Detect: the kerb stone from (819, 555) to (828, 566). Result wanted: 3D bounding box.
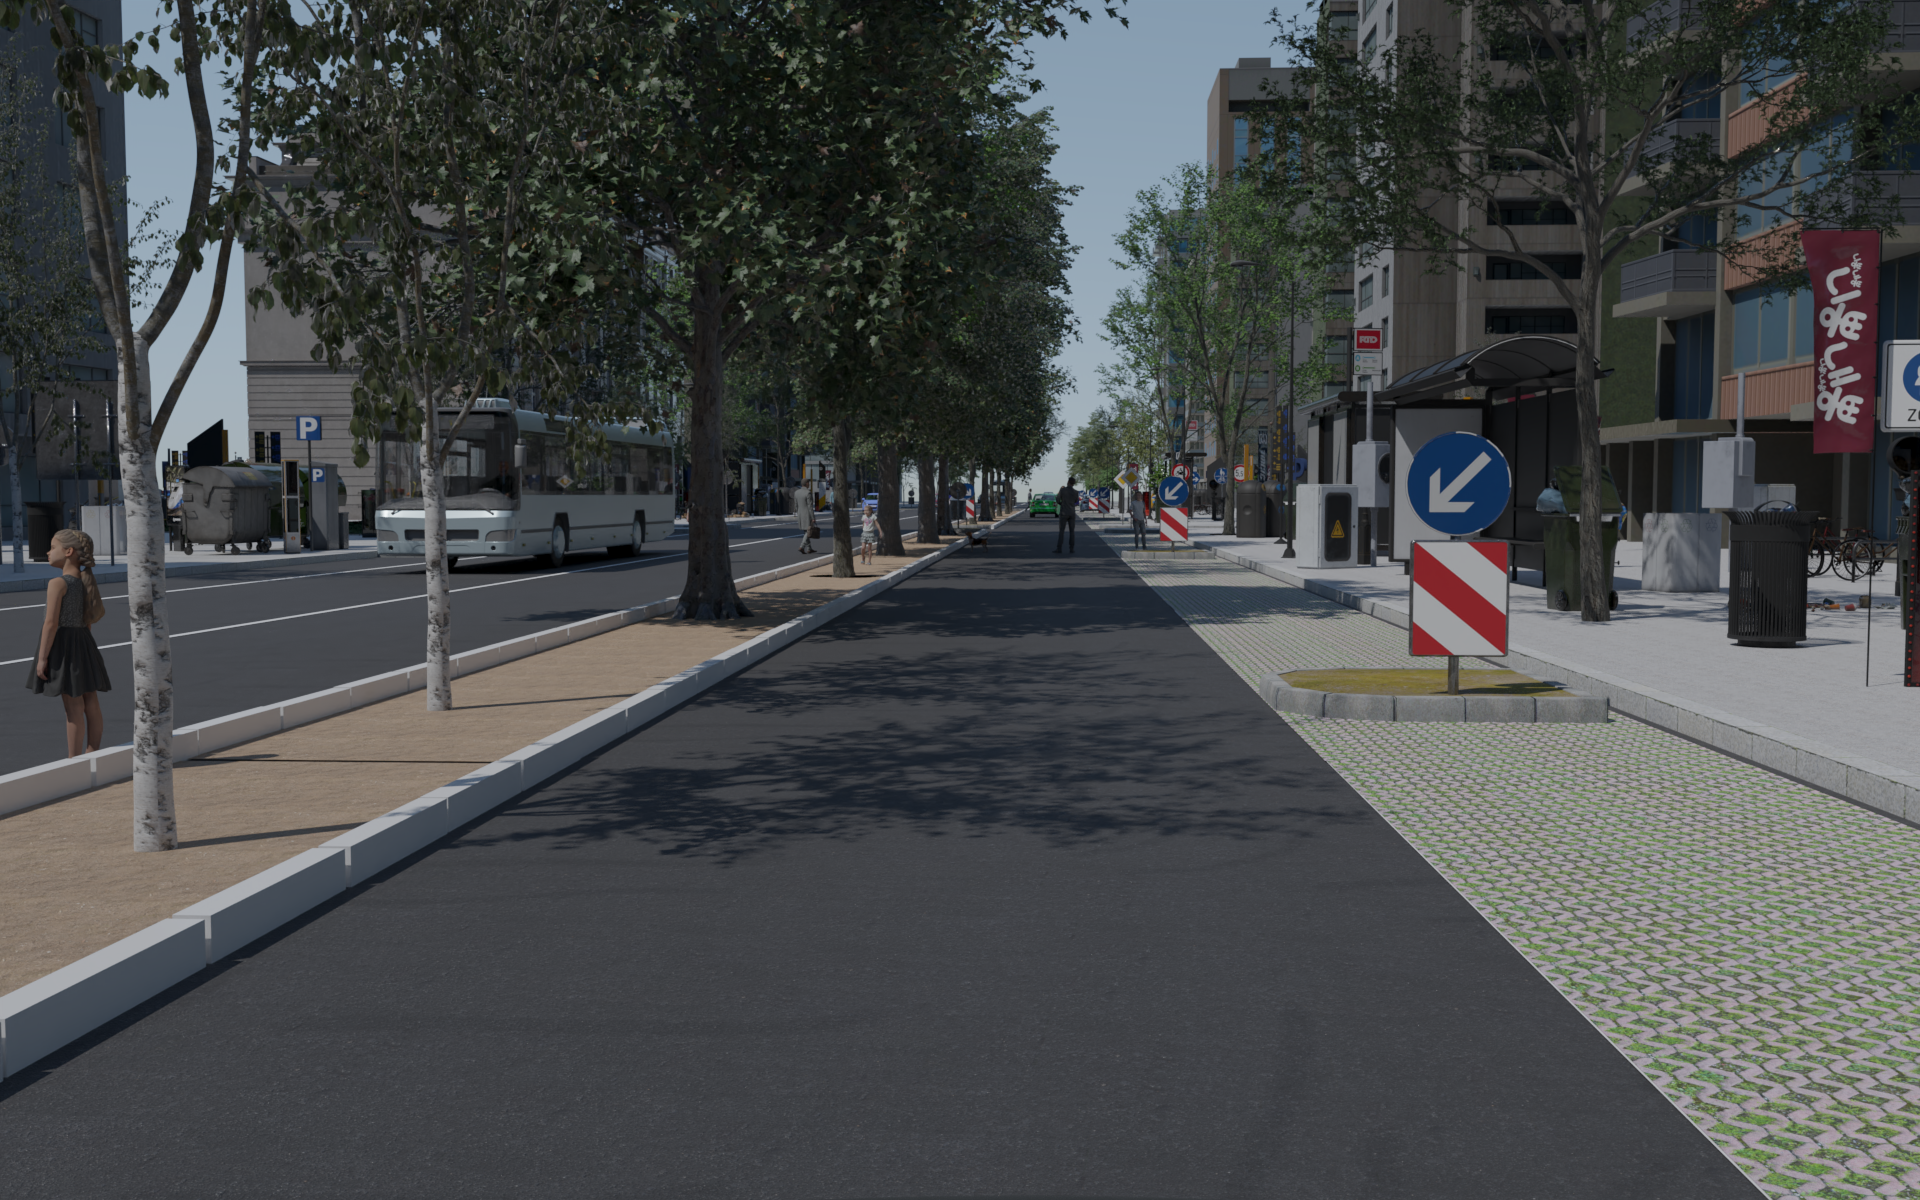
[{"bbox_3d":[-2.807,-0.754,34.527,0.120,0.150,1.000,0,4,3],"label":"kerb stone"}]

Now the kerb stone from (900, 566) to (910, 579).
[{"bbox_3d":[-0.995,-0.429,29.315,0.120,0.150,1.000,0,4,3],"label":"kerb stone"}]

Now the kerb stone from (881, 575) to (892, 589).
[{"bbox_3d":[-1.172,-0.246,26.243,0.120,0.150,1.000,0,4,3],"label":"kerb stone"}]

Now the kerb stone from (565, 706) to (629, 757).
[{"bbox_3d":[-2.089,0.757,9.881,0.120,0.150,1.000,0,4,3],"label":"kerb stone"}]

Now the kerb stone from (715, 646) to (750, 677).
[{"bbox_3d":[-1.863,0.507,13.964,0.120,0.150,1.000,0,4,3],"label":"kerb stone"}]

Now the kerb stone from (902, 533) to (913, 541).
[{"bbox_3d":[-1.674,-2.004,55.003,0.120,0.150,1.000,0,4,3],"label":"kerb stone"}]

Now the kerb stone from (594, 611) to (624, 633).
[{"bbox_3d":[-3.730,0.248,18.144,0.120,0.150,1.000,0,4,3],"label":"kerb stone"}]

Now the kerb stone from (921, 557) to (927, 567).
[{"bbox_3d":[-0.780,-0.686,33.405,0.120,0.150,1.000,0,4,3],"label":"kerb stone"}]

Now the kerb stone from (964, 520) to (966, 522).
[{"bbox_3d":[0.128,-3.979,87.251,0.120,0.150,1.000,0,4,3],"label":"kerb stone"}]

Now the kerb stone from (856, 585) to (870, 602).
[{"bbox_3d":[-1.346,-0.060,23.176,0.120,0.150,1.000,0,4,3],"label":"kerb stone"}]

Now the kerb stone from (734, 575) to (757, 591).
[{"bbox_3d":[-3.271,-0.254,26.342,0.120,0.150,1.000,0,4,3],"label":"kerb stone"}]

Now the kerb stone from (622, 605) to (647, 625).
[{"bbox_3d":[-3.672,0.188,19.173,0.120,0.150,1.000,0,4,3],"label":"kerb stone"}]

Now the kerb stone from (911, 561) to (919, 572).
[{"bbox_3d":[-0.890,-0.561,31.363,0.120,0.150,1.000,0,4,3],"label":"kerb stone"}]

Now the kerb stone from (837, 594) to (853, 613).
[{"bbox_3d":[-1.456,0.065,21.129,0.120,0.150,1.000,0,4,3],"label":"kerb stone"}]

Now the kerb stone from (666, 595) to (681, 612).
[{"bbox_3d":[-3.556,0.062,21.220,0.120,0.150,1.000,0,4,3],"label":"kerb stone"}]

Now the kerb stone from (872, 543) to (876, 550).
[{"bbox_3d":[-2.299,-1.317,43.730,0.120,0.150,1.000,0,4,3],"label":"kerb stone"}]

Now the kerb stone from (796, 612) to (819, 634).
[{"bbox_3d":[-1.629,0.256,18.059,0.120,0.150,1.000,0,4,3],"label":"kerb stone"}]

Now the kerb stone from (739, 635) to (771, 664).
[{"bbox_3d":[-1.803,0.445,14.987,0.120,0.150,1.000,0,4,3],"label":"kerb stone"}]

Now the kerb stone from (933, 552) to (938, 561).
[{"bbox_3d":[-0.607,-0.873,36.476,0.120,0.150,1.000,0,4,3],"label":"kerb stone"}]

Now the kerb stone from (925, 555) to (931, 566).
[{"bbox_3d":[-0.724,-0.748,34.425,0.120,0.150,1.000,0,4,3],"label":"kerb stone"}]

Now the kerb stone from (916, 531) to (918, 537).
[{"bbox_3d":[-1.569,-2.129,57.059,0.120,0.150,1.000,0,4,3],"label":"kerb stone"}]

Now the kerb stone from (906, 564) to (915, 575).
[{"bbox_3d":[-0.942,-0.498,30.336,0.120,0.150,1.000,0,4,3],"label":"kerb stone"}]

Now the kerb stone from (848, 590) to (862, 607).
[{"bbox_3d":[-1.402,0.006,22.150,0.120,0.150,1.000,0,4,3],"label":"kerb stone"}]

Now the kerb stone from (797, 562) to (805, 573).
[{"bbox_3d":[-2.987,-0.563,31.466,0.120,0.150,1.000,0,4,3],"label":"kerb stone"}]

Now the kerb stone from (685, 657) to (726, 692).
[{"bbox_3d":[-1.920,0.567,12.943,0.120,0.150,1.000,0,4,3],"label":"kerb stone"}]

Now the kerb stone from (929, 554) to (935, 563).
[{"bbox_3d":[-0.664,-0.811,35.456,0.120,0.150,1.000,0,4,3],"label":"kerb stone"}]

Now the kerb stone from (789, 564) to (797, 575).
[{"bbox_3d":[-3.038,-0.504,30.442,0.120,0.150,1.000,0,4,3],"label":"kerb stone"}]

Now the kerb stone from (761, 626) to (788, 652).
[{"bbox_3d":[-1.747,0.378,16.014,0.120,0.150,1.000,0,4,3],"label":"kerb stone"}]

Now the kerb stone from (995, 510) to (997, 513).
[{"bbox_3d":[3.155,-7.298,141.521,0.120,0.150,1.000,0,4,3],"label":"kerb stone"}]

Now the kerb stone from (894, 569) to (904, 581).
[{"bbox_3d":[-1.063,-0.373,28.295,0.120,0.150,1.000,0,4,3],"label":"kerb stone"}]

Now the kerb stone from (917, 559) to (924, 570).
[{"bbox_3d":[-0.827,-0.623,32.383,0.120,0.150,1.000,0,4,3],"label":"kerb stone"}]

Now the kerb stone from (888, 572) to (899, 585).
[{"bbox_3d":[-1.111,-0.310,27.272,0.120,0.150,1.000,0,4,3],"label":"kerb stone"}]

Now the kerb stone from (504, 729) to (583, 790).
[{"bbox_3d":[-2.138,0.816,8.857,0.120,0.150,1.000,0,4,3],"label":"kerb stone"}]

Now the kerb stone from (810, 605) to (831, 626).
[{"bbox_3d":[-1.570,0.191,19.080,0.120,0.150,1.000,0,4,3],"label":"kerb stone"}]

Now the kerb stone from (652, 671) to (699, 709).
[{"bbox_3d":[-1.976,0.630,11.922,0.120,0.150,1.000,0,4,3],"label":"kerb stone"}]

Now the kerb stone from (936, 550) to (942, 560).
[{"bbox_3d":[-0.539,-0.930,37.498,0.120,0.150,1.000,0,4,3],"label":"kerb stone"}]

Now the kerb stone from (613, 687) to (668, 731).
[{"bbox_3d":[-2.029,0.695,10.902,0.120,0.150,1.000,0,4,3],"label":"kerb stone"}]

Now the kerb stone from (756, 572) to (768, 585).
[{"bbox_3d":[-3.212,-0.317,27.372,0.120,0.150,1.000,0,4,3],"label":"kerb stone"}]

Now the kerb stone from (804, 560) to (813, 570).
[{"bbox_3d":[-2.932,-0.629,32.486,0.120,0.150,1.000,0,4,3],"label":"kerb stone"}]

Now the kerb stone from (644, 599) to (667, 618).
[{"bbox_3d":[-3.615,0.124,20.199,0.120,0.150,1.000,0,4,3],"label":"kerb stone"}]

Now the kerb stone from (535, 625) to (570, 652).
[{"bbox_3d":[-3.844,0.373,16.090,0.120,0.150,1.000,0,4,3],"label":"kerb stone"}]

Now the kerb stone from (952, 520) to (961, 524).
[{"bbox_3d":[-0.152,-3.666,82.140,0.120,0.150,1.000,0,4,3],"label":"kerb stone"}]

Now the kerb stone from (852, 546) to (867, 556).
[{"bbox_3d":[-2.413,-1.192,41.689,0.120,0.150,1.000,0,4,3],"label":"kerb stone"}]

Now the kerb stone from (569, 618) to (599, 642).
[{"bbox_3d":[-3.784,0.310,17.123,0.120,0.150,1.000,0,4,3],"label":"kerb stone"}]

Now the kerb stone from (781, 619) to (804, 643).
[{"bbox_3d":[-1.688,0.320,17.037,0.120,0.150,1.000,0,4,3],"label":"kerb stone"}]

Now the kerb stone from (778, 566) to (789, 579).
[{"bbox_3d":[-3.090,-0.442,29.420,0.120,0.150,1.000,0,4,3],"label":"kerb stone"}]

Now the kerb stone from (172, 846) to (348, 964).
[{"bbox_3d":[-2.314,1.005,5.780,0.120,0.150,1.000,0,4,3],"label":"kerb stone"}]

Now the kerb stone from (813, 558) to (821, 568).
[{"bbox_3d":[-2.872,-0.687,33.507,0.120,0.150,1.000,0,4,3],"label":"kerb stone"}]

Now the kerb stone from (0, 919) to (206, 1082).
[{"bbox_3d":[-2.373,1.071,4.750,0.120,0.150,1.000,0,4,3],"label":"kerb stone"}]

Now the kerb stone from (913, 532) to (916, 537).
[{"bbox_3d":[-1.610,-2.070,56.036,0.120,0.150,1.000,0,4,3],"label":"kerb stone"}]

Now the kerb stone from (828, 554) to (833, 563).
[{"bbox_3d":[-2.757,-0.817,35.548,0.120,0.150,1.000,0,4,3],"label":"kerb stone"}]

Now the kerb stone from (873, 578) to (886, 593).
[{"bbox_3d":[-1.227,-0.185,25.217,0.120,0.150,1.000,0,4,3],"label":"kerb stone"}]

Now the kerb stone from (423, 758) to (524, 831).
[{"bbox_3d":[-2.198,0.879,7.831,0.120,0.150,1.000,0,4,3],"label":"kerb stone"}]

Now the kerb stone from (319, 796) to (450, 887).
[{"bbox_3d":[-2.250,0.941,6.810,0.120,0.150,1.000,0,4,3],"label":"kerb stone"}]

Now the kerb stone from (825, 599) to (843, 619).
[{"bbox_3d":[-1.513,0.128,20.107,0.120,0.150,1.000,0,4,3],"label":"kerb stone"}]

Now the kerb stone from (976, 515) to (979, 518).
[{"bbox_3d":[1.260,-5.225,107.723,0.120,0.150,1.000,0,4,3],"label":"kerb stone"}]

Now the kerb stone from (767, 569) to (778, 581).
[{"bbox_3d":[-3.166,-0.377,28.397,0.120,0.150,1.000,0,4,3],"label":"kerb stone"}]

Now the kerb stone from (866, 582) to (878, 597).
[{"bbox_3d":[-1.289,-0.122,24.196,0.120,0.150,1.000,0,4,3],"label":"kerb stone"}]
